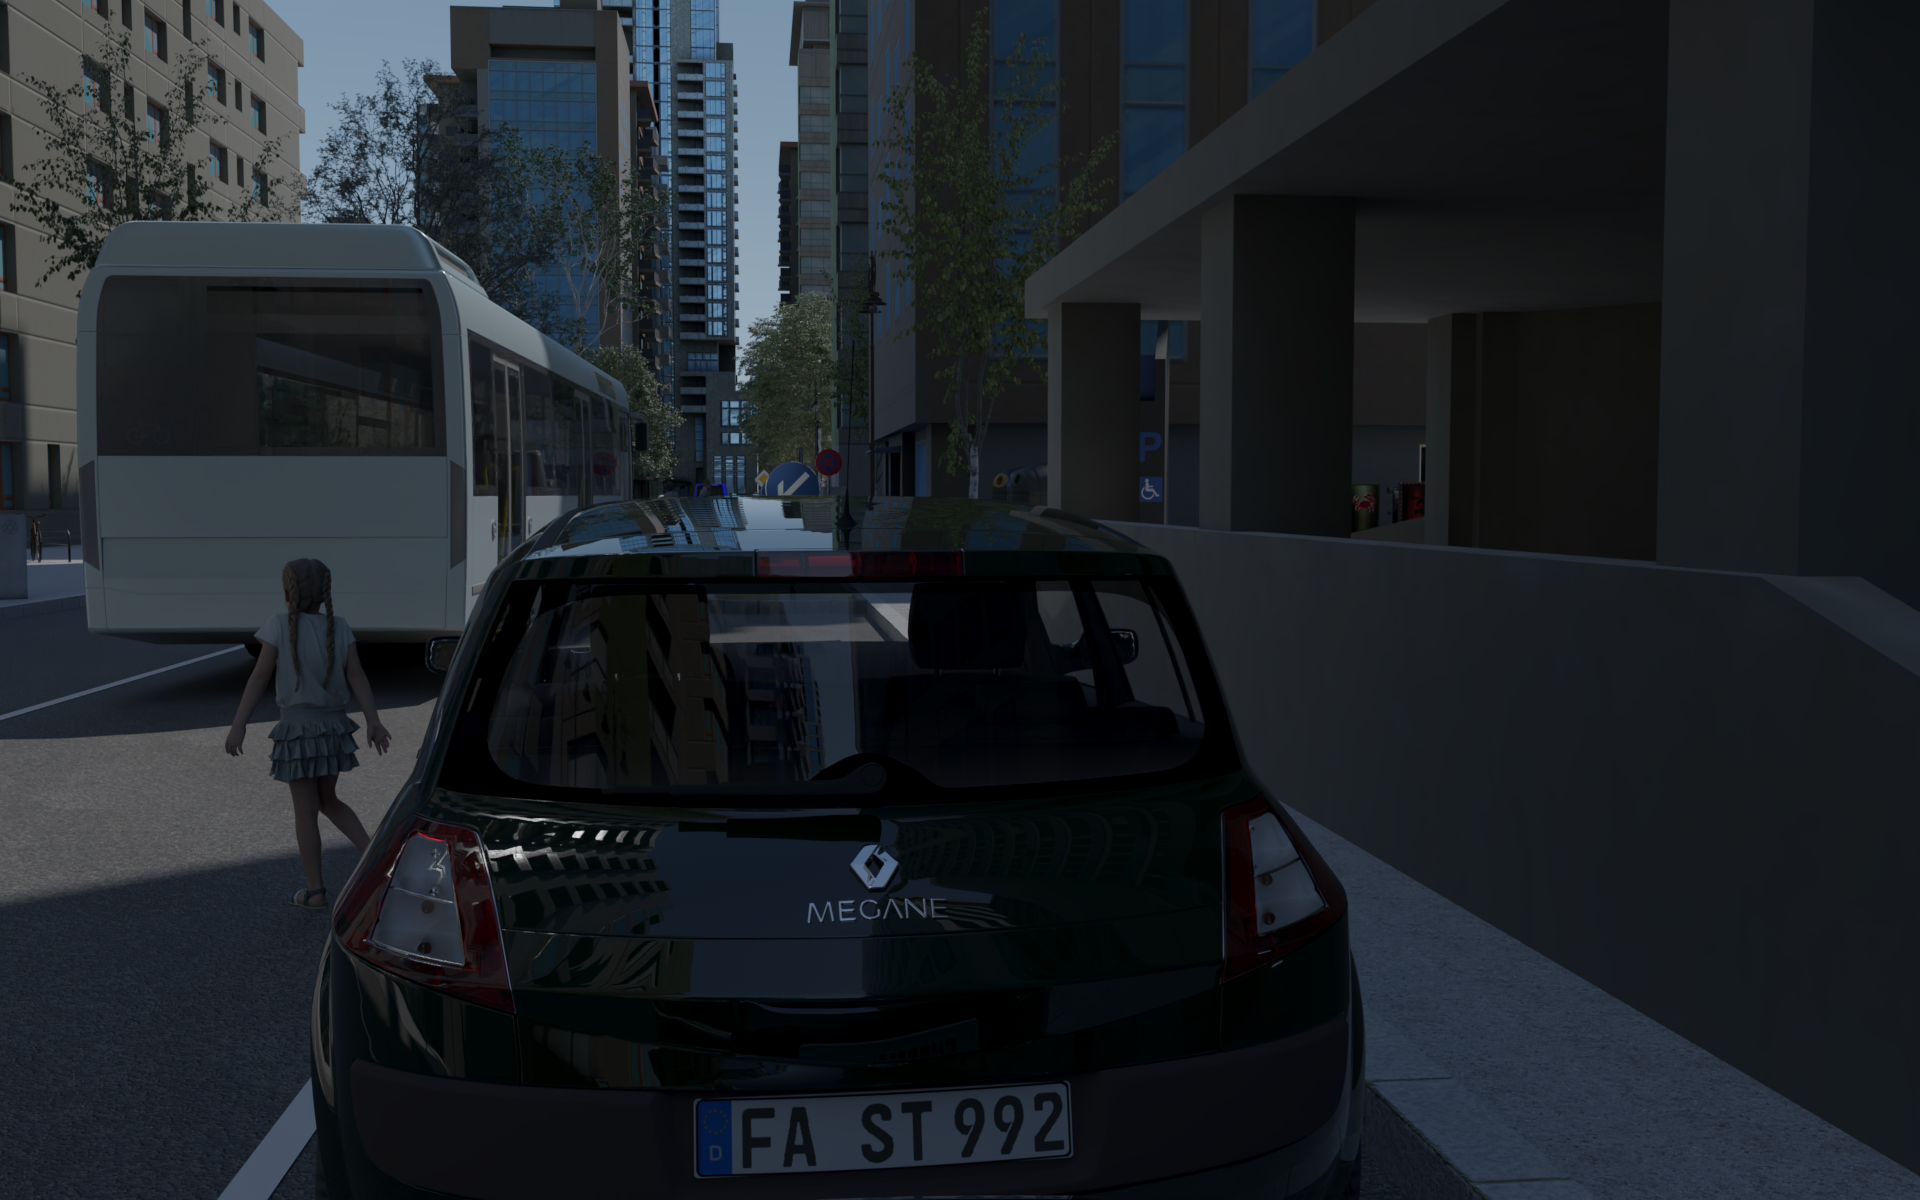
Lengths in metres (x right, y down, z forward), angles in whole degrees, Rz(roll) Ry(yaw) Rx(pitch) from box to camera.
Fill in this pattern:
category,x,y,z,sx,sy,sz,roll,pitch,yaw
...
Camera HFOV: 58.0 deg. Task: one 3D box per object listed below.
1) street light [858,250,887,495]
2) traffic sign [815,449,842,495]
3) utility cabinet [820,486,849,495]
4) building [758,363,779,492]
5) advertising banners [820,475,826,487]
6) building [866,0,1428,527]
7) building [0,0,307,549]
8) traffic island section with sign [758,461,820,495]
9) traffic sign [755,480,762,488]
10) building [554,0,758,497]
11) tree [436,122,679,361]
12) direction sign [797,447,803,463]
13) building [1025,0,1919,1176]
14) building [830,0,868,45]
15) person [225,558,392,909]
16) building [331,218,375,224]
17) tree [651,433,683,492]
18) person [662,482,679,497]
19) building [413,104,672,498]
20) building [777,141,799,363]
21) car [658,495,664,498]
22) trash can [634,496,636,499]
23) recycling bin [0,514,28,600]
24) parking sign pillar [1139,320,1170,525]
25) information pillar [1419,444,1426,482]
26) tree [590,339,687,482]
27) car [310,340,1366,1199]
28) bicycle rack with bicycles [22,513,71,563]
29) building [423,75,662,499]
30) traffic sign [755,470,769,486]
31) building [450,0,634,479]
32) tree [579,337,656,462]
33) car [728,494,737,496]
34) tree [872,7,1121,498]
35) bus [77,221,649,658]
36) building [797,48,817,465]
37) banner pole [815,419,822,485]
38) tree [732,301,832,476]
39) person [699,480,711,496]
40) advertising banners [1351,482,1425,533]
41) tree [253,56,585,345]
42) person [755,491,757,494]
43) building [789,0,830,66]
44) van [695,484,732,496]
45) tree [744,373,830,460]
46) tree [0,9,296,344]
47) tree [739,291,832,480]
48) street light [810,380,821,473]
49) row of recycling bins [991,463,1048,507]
category,x,y,z,sx,sy,sz,roll,pitch,yaw
street light,-1.669,-3.685,33.034,0.468,5.910,1.993,0,4,-7
traffic sign,-3.712,-2.991,49.003,0.768,2.556,0.104,0,4,-6
utility cabinet,-3.724,-2.560,50.531,0.318,1.500,1.173,2,4,34
building,-15.000,-24.950,252.973,28.899,21.520,27.650,0,4,-7
advertising banners,-11.222,-8.367,132.983,2.074,3.025,0.090,0,4,-4
building,5.149,-23.893,40.759,14.600,45.320,14.200,0,4,-7
building,-37.720,-12.596,50.976,28.899,21.520,27.650,0,4,-7
traffic island section with sign,-2.206,-0.797,21.651,1.989,1.847,2.006,0,4,-7
traffic sign,-8.900,-4.578,78.498,0.795,2.450,0.064,0,4,-7
building,-44.505,-57.018,244.912,31.000,86.520,22.319,0,4,-7
tree,-20.830,-14.239,88.701,12.611,20.169,13.585,0,3,0
direction sign,-7.769,-5.631,84.071,0.379,3.537,0.876,-1,4,-23
building,17.162,-19.418,9.367,32.217,40.220,23.993,0,4,-7
building,2.226,-23.193,62.795,14.154,41.232,14.086,0,4,-7
person,-2.233,0.464,5.937,0.382,1.210,0.505,3,5,43
building,-86.333,-33.880,245.814,23.993,40.220,32.217,0,4,-7
tree,-33.937,-15.229,199.357,4.737,8.622,4.395,0,3,0
person,-8.172,-2.458,49.041,0.532,1.782,0.716,3,5,44
building,-51.267,-36.300,213.113,30.456,49.044,23.786,0,4,-7
building,-11.210,-34.164,213.210,22.147,44.769,28.867,0,4,-7
car,-20.295,-6.613,120.488,2.083,1.381,4.827,0,4,-5
trash can,-28.037,-8.362,148.377,0.748,1.137,0.748,0,3,0
recycling bin,-11.883,-0.530,21.226,0.722,1.027,0.722,-2,4,-35
parking sign pillar,2.662,-2.173,23.995,1.447,3.967,1.447,1,4,9
information pillar,7.012,-1.296,25.679,0.304,2.012,0.304,-3,4,-36
tree,-25.197,-12.964,128.970,9.611,12.733,9.660,0,3,0
car,-0.397,0.331,4.380,2.009,1.686,4.222,-1,4,-8
bicycle rack with bicycles,-17.925,-1.155,32.267,2.852,0.926,2.925,-3,5,-43
building,-42.677,-32.106,179.558,22.147,44.769,28.867,0,4,-7
traffic sign,-7.970,-4.093,70.567,0.795,2.450,0.064,0,4,-7
building,-37.534,-31.084,158.341,14.600,45.320,14.200,0,4,-7
tree,-22.084,-10.353,103.691,8.767,10.594,7.601,1,4,14
car,-18.805,-8.074,140.812,1.959,1.807,4.718,0,4,-8
tree,0.403,-4.712,27.399,4.737,8.622,4.395,0,3,0
bus,-5.285,-1.437,18.353,2.948,3.499,13.247,0,4,-5
building,-8.236,-29.362,163.670,14.154,41.232,14.086,0,4,-7
banner pole,-4.724,-4.155,57.958,0.401,3.779,0.863,-1,4,-18
tree,-10.280,-12.594,112.565,9.857,13.997,8.962,0,3,0
person,-6.749,-2.287,46.014,0.853,1.813,0.709,-1,4,-15
advertising banners,5.918,-1.614,22.585,2.074,3.025,0.090,-1,4,-16
tree,-15.334,-8.423,48.093,12.009,13.543,11.850,0,3,0
person,-18.789,-9.124,158.205,0.750,1.759,0.617,1,4,14
building,-3.509,-36.467,185.480,28.713,52.752,27.495,0,4,-7
van,-14.851,-6.079,103.773,2.240,2.365,5.245,0,4,-5
tree,-11.717,-11.658,125.016,8.767,10.594,7.601,0,4,7
tree,-12.812,-4.719,27.526,4.360,8.622,3.978,0,3,0
tree,-8.640,-10.963,97.371,7.486,12.596,7.792,0,3,0
street light,-5.848,-5.966,70.327,0.468,5.910,1.993,0,4,-7
row of recycling bins,1.045,-1.047,24.233,1.069,1.692,3.534,0,4,-4
